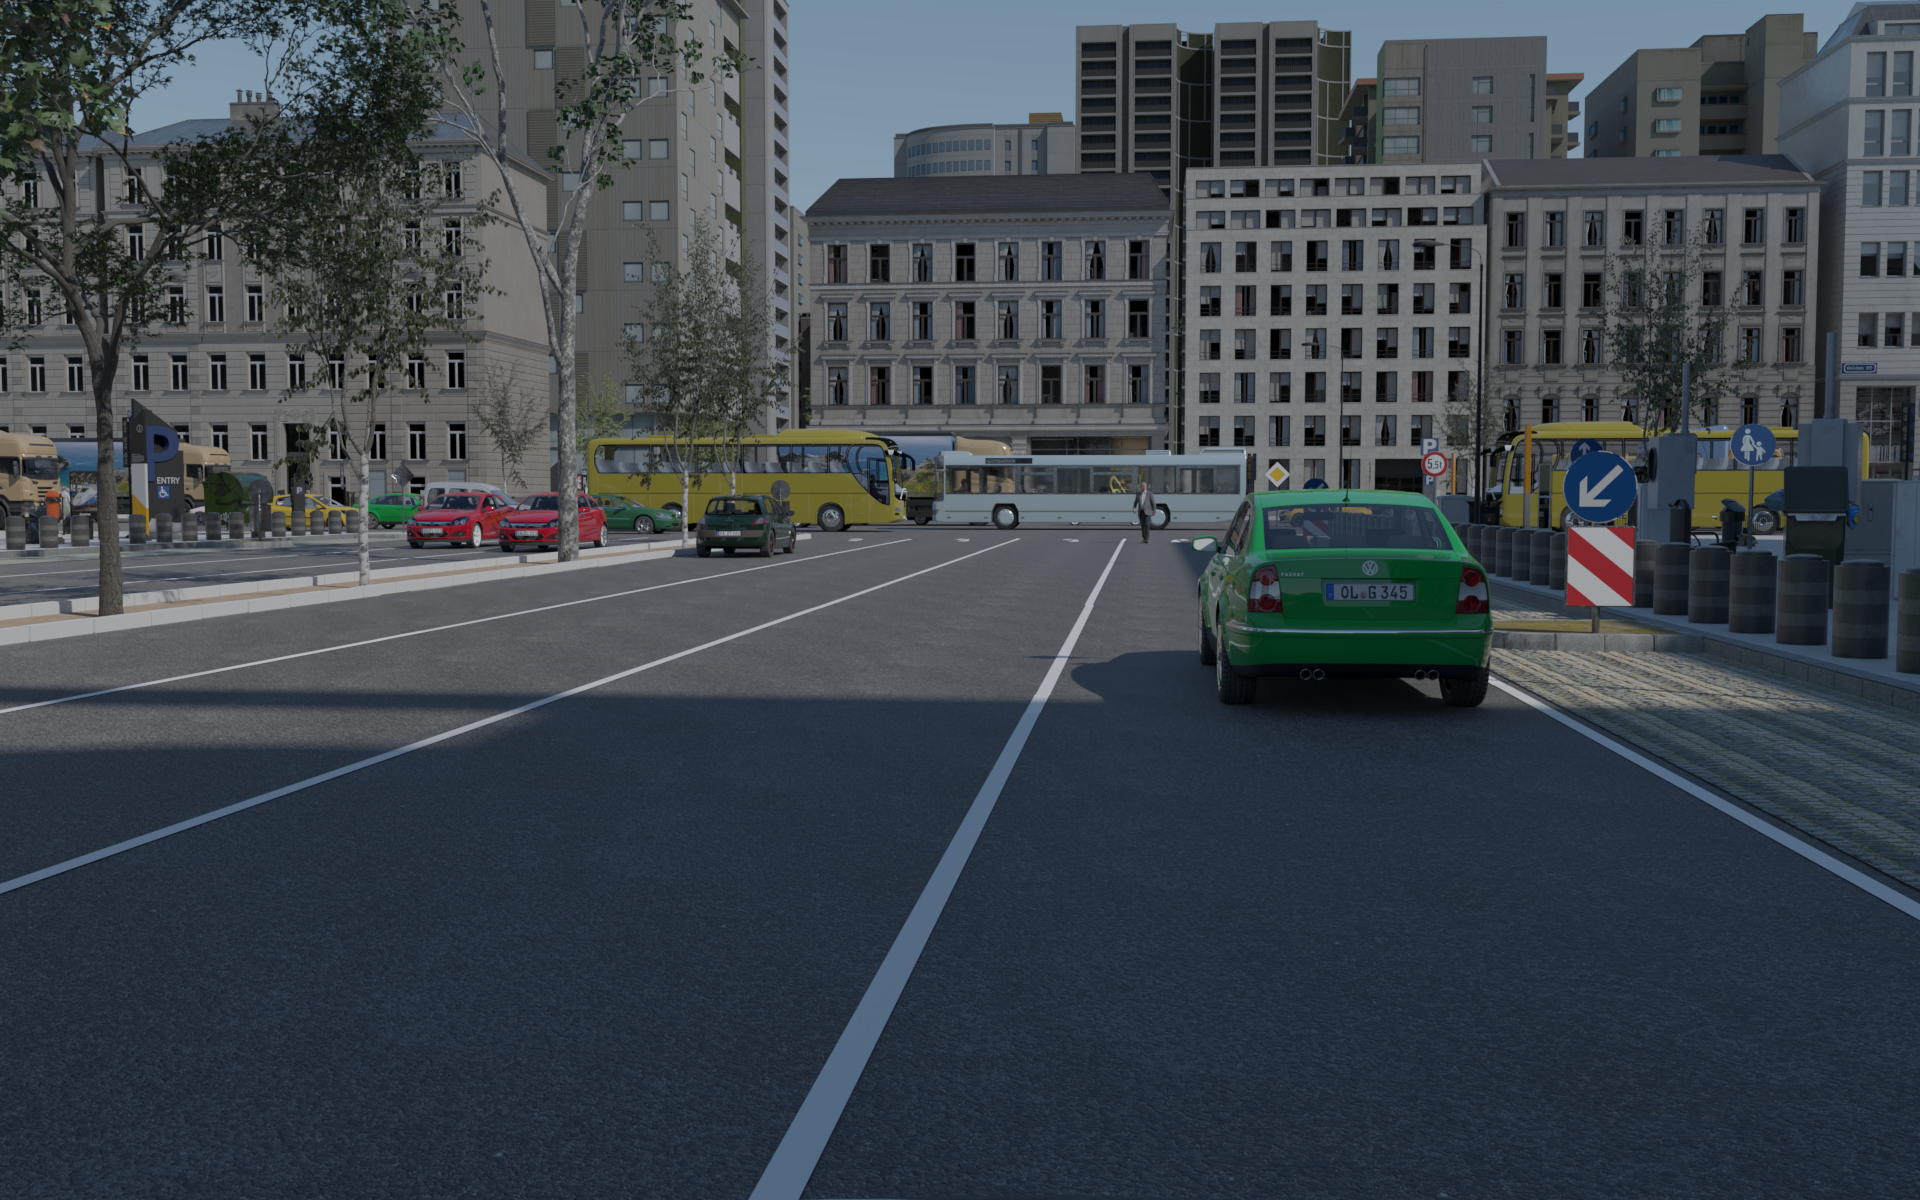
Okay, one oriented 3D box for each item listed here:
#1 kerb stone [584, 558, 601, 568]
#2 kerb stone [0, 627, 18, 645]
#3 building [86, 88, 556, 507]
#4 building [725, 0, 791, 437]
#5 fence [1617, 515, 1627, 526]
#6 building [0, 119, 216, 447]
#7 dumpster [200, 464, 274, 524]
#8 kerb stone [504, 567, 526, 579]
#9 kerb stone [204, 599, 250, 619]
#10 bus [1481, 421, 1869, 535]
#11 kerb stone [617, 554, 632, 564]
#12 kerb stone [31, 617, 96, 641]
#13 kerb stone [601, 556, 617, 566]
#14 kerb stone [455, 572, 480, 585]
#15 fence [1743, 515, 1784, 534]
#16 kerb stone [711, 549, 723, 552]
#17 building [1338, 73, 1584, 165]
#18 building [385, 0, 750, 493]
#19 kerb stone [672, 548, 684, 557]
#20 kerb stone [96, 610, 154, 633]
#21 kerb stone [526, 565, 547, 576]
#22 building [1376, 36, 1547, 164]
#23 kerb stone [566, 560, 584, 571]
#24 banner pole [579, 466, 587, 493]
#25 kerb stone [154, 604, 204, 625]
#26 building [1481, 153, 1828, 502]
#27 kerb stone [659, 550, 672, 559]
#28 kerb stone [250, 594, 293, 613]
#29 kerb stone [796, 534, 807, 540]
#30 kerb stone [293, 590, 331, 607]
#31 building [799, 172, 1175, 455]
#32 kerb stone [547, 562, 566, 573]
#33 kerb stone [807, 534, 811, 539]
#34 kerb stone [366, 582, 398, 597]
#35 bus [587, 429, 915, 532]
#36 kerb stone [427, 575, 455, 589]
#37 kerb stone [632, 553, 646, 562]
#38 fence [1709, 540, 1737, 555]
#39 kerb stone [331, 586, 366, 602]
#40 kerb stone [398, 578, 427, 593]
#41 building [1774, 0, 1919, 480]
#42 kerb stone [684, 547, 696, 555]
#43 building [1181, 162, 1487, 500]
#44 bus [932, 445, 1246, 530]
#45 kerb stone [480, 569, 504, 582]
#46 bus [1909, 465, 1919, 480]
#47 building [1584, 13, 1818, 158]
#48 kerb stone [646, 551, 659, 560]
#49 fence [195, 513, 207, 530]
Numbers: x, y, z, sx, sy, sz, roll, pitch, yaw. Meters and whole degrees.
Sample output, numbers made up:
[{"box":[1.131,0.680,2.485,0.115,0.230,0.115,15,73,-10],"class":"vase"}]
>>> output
[{"box":[-7.259,-0.704,33.705,0.120,0.150,1.000,0,4,6],"class":"kerb stone"},{"box":[-9.150,0.364,16.310,0.120,0.150,1.000,0,4,6],"class":"kerb stone"},{"box":[-40.172,-19.216,111.452,25.104,27.353,12.463,0,4,6],"class":"building"},{"box":[-33.683,-39.847,193.499,28.212,58.520,21.231,0,4,6],"class":"building"},{"box":[18.951,-2.048,48.857,2.069,0.683,0.278,1,4,16],"class":"fence"},{"box":[-65.055,-19.424,114.839,25.104,27.353,12.463,0,4,6],"class":"building"},{"box":[-23.062,-3.225,55.219,1.502,2.255,1.985,0,4,6],"class":"dumpster"},{"box":[-7.703,-0.453,29.606,0.120,0.150,1.000,0,4,6],"class":"kerb stone"},{"box":[-8.708,0.110,20.402,0.120,0.150,1.000,0,4,6],"class":"kerb stone"},{"box":[24.120,-4.136,59.174,12.252,3.916,2.896,0,4,6],"class":"bus"},{"box":[-7.029,-0.824,35.747,0.120,0.150,1.000,0,4,6],"class":"kerb stone"},{"box":[-9.035,0.298,17.331,0.120,0.150,1.000,0,4,6],"class":"kerb stone"},{"box":[-7.139,-0.766,34.726,0.120,0.150,1.000,0,4,6],"class":"kerb stone"},{"box":[-7.925,-0.326,27.558,0.120,0.150,1.000,0,4,6],"class":"kerb stone"},{"box":[22.524,-2.019,48.390,2.069,0.683,0.278,-1,4,-21],"class":"fence"},{"box":[-6.141,-1.329,43.928,0.120,0.150,1.000,0,4,6],"class":"kerb stone"},{"box":[51.048,-32.153,180.325,22.147,44.769,28.867,0,4,6],"class":"building"},{"box":[-36.964,-35.404,168.090,28.713,52.752,27.495,0,4,6],"class":"building"},{"box":[-6.592,-1.079,39.837,0.120,0.150,1.000,0,4,6],"class":"kerb stone"},{"box":[-8.919,0.238,18.359,0.120,0.150,1.000,0,4,6],"class":"kerb stone"},{"box":[-7.580,-0.513,30.626,0.120,0.150,1.000,0,4,6],"class":"kerb stone"},{"box":[45.006,-29.094,159.288,14.154,41.232,14.086,0,4,6],"class":"building"},{"box":[-7.367,-0.642,32.684,0.120,0.150,1.000,0,4,6],"class":"kerb stone"},{"box":[-33.173,-9.927,152.329,0.863,3.779,0.401,-1,4,-19],"class":"banner pole"},{"box":[-8.814,0.172,19.381,0.120,0.150,1.000,0,4,6],"class":"kerb stone"},{"box":[39.361,-15.459,101.902,18.267,20.994,9.793,0,4,6],"class":"building"},{"box":[-6.703,-1.017,38.816,0.120,0.150,1.000,0,4,6],"class":"kerb stone"},{"box":[-8.590,0.052,21.423,0.120,0.150,1.000,0,4,6],"class":"kerb stone"},{"box":[-5.029,-1.956,54.174,0.120,0.150,1.000,0,4,6],"class":"kerb stone"},{"box":[-8.483,-0.015,22.444,0.120,0.150,1.000,0,4,6],"class":"kerb stone"},{"box":[-7.175,-15.705,107.685,40.483,20.767,10.553,0,4,6],"class":"building"},{"box":[-7.476,-0.576,31.657,0.120,0.150,1.000,0,4,6],"class":"kerb stone"},{"box":[-4.911,-2.018,55.196,0.120,0.150,1.000,0,4,6],"class":"kerb stone"},{"box":[-8.257,-0.140,24.485,0.120,0.150,1.000,0,4,6],"class":"kerb stone"},{"box":[-7.955,-4.578,66.389,12.252,3.916,2.896,0,4,5],"class":"bus"},{"box":[-8.033,-0.265,26.527,0.120,0.150,1.000,0,4,6],"class":"kerb stone"},{"box":[-6.927,-0.892,36.772,0.120,0.150,1.000,0,4,6],"class":"kerb stone"},{"box":[9.562,-0.388,21.718,0.278,0.683,2.069,2,4,33],"class":"fence"},{"box":[-8.369,-0.072,23.465,0.120,0.150,1.000,0,4,6],"class":"kerb stone"},{"box":[-8.146,-0.202,25.506,0.120,0.150,1.000,0,4,6],"class":"kerb stone"},{"box":[64.343,-19.720,99.915,29.804,29.767,11.434,0,4,6],"class":"building"},{"box":[-6.480,-1.139,40.858,0.120,0.150,1.000,0,4,6],"class":"kerb stone"},{"box":[21.934,-15.252,104.126,16.860,20.320,10.420,0,4,6],"class":"building"},{"box":[4.723,-4.574,69.639,13.247,3.499,2.948,0,4,6],"class":"bus"},{"box":[-7.815,-0.391,28.586,0.120,0.150,1.000,0,4,6],"class":"kerb stone"},{"box":[47.429,-4.841,74.018,13.247,3.499,2.948,0,4,8],"class":"bus"},{"box":[78.296,-34.076,180.840,21.600,48.544,21.300,0,4,6],"class":"building"},{"box":[-6.814,-0.954,37.795,0.120,0.150,1.000,0,4,6],"class":"kerb stone"},{"box":[-23.703,-2.320,53.305,0.278,0.683,2.069,2,4,24],"class":"fence"}]
